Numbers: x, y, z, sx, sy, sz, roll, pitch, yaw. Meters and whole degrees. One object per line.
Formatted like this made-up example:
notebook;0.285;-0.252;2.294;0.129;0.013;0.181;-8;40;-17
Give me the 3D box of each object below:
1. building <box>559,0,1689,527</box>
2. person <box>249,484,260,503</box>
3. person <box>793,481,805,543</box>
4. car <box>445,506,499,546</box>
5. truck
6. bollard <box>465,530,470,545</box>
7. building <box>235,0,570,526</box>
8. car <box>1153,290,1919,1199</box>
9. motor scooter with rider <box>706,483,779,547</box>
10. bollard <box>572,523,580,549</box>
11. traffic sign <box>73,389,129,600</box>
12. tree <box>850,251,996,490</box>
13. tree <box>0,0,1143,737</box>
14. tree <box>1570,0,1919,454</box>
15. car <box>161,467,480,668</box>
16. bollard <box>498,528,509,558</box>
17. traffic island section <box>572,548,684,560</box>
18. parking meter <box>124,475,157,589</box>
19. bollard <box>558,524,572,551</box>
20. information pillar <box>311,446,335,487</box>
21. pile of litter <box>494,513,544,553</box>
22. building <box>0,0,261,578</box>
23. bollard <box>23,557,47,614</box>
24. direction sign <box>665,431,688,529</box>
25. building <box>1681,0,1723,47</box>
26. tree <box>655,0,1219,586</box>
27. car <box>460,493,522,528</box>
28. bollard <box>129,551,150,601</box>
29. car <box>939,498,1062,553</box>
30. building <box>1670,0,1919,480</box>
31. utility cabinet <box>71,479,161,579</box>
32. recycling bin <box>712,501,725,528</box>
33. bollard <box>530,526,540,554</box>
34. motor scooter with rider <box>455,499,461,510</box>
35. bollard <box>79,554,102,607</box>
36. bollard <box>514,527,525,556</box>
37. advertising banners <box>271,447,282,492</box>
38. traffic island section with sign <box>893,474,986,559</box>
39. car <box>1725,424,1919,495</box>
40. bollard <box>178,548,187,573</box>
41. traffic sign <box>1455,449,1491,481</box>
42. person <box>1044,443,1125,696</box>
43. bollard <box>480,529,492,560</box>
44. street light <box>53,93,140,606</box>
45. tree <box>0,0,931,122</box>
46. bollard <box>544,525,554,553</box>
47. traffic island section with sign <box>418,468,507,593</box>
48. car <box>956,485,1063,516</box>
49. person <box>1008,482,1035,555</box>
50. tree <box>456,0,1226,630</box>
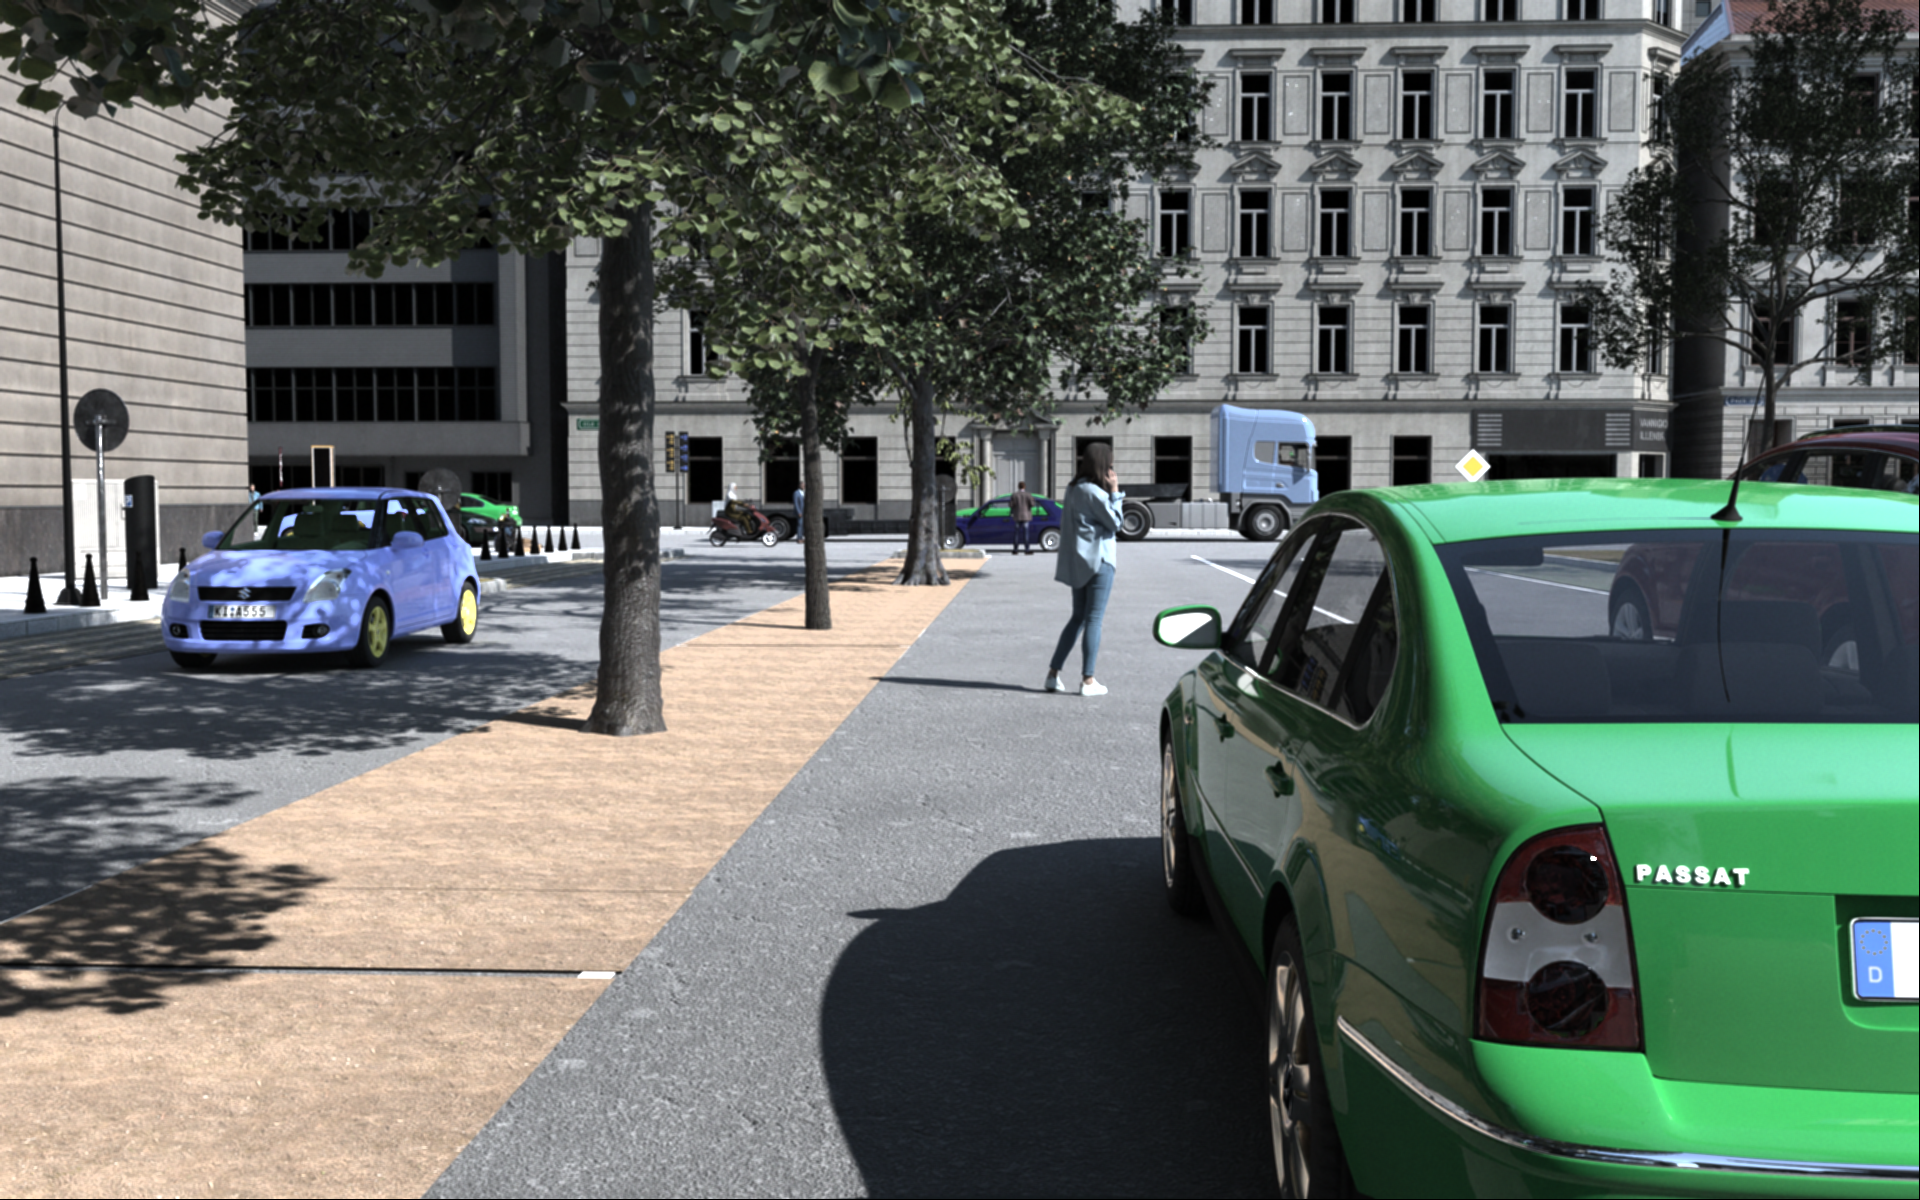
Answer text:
building;6.569;-18.163;73.378;44.131;29.872;17.030;0;4;3
person;-24.399;-3.115;59.777;0.601;1.785;0.444;-1;4;-15
person;-4.647;-2.558;50.503;0.419;1.800;0.721;1;4;19
car;-14.589;-2.275;46.990;4.222;1.686;2.009;0;4;5
truck;2.071;-3.862;52.894;18.799;4.110;2.967;0;4;1
bollard;-9.292;-1.016;32.648;0.229;0.601;0.229;0;3;0
building;-30.916;-15.627;74.564;30.058;24.678;14.314;0;4;3
car;1.531;0.263;4.500;1.959;1.807;4.718;0;4;2
motor scooter with rider;-5.928;-2.330;47.054;1.986;1.779;0.876;0;4;2
bollard;-8.918;-1.476;40.179;0.229;0.601;0.229;0;3;0
traffic sign;-10.401;-1.276;20.973;0.768;2.556;0.104;1;4;12
tree;-0.870;-5.043;35.280;4.737;8.622;4.395;0;3;0
tree;-2.074;-5.497;10.457;7.486;12.596;7.792;0;3;0
tree;14.064;-5.817;29.516;7.601;10.594;8.767;2;4;24
car;-5.599;-0.357;15.429;1.945;1.707;3.694;0;4;2
bollard;-9.180;-1.147;34.794;0.229;0.601;0.229;0;3;0
traffic island section;-7.437;-1.039;39.267;2.009;0.180;2.903;0;4;3
parking meter;-11.076;-0.918;23.416;0.372;1.533;0.369;0;3;0
bollard;-8.972;-1.410;39.090;0.229;0.601;0.229;0;3;0
information pillar;-9.727;-1.346;26.496;0.304;2.012;0.304;-1;4;-14
pile of litter;-9.846;-1.508;38.628;1.176;0.858;1.719;0;4;5
building;-26.652;-14.185;29.183;25.104;27.353;12.463;0;4;3
bollard;-9.982;-0.161;18.677;0.229;0.601;0.229;0;3;0
direction sign;-10.258;-4.333;62.841;0.876;3.537;0.379;-2;4;-34
building;78.752;-45.334;179.456;20.611;71.187;20.563;0;4;3
tree;-0.575;-6.582;27.088;9.611;12.733;9.660;0;3;0
car;-17.068;-2.997;57.796;4.718;1.807;1.959;0;4;1
bollard;-9.879;-0.293;20.839;0.229;0.601;0.229;0;3;0
car;0.999;-1.880;43.321;3.894;1.354;1.945;0;4;3
building;39.070;-14.301;69.979;21.152;22.565;11.583;0;4;3
utility cabinet;-12.776;-1.072;26.208;1.173;1.500;0.318;-2;4;-34
recycling bin;-8.972;-3.262;65.886;0.722;1.027;0.722;1;4;15
bollard;-9.074;-1.279;36.951;0.229;0.601;0.229;0;3;0
motor scooter with rider;-15.406;-2.623;51.852;1.986;1.779;0.876;0;4;5
bollard;-9.931;-0.227;19.761;0.229;0.601;0.229;0;3;0
bollard;-9.129;-1.213;35.877;0.229;0.601;0.229;0;3;0
advertising banners;-25.082;-4.125;63.625;0.090;3.025;2.074;-1;4;-10
traffic island section with sign;-0.432;-1.897;39.154;2.006;1.907;1.989;0;4;3
car;5.624;-0.106;10.401;2.281;1.827;5.304;0;4;1
bollard;-9.828;-0.359;21.907;0.229;0.601;0.229;0;3;0
traffic sign;11.307;-2.117;38.256;0.795;2.450;0.064;0;4;3
person;0.880;-0.220;12.361;0.793;1.790;0.793;2;4;32
bollard;-9.239;-1.081;33.720;0.229;0.601;0.229;0;3;0
street light;-9.758;-2.893;19.845;1.470;5.913;1.316;0;4;3
tree;-2.131;-5.660;1.652;9.857;13.997;8.962;0;3;0
bollard;-9.023;-1.344;38.022;0.229;0.601;0.229;0;3;0
traffic island section with sign;-7.795;-1.028;25.442;1.989;1.847;2.006;0;4;3
car;1.719;-3.070;58.995;4.718;1.807;1.959;0;4;4
person;1.470;-1.935;40.952;0.655;1.722;0.431;1;4;15
tree;-1.455;-4.981;18.303;8.767;10.594;7.601;0;4;3
